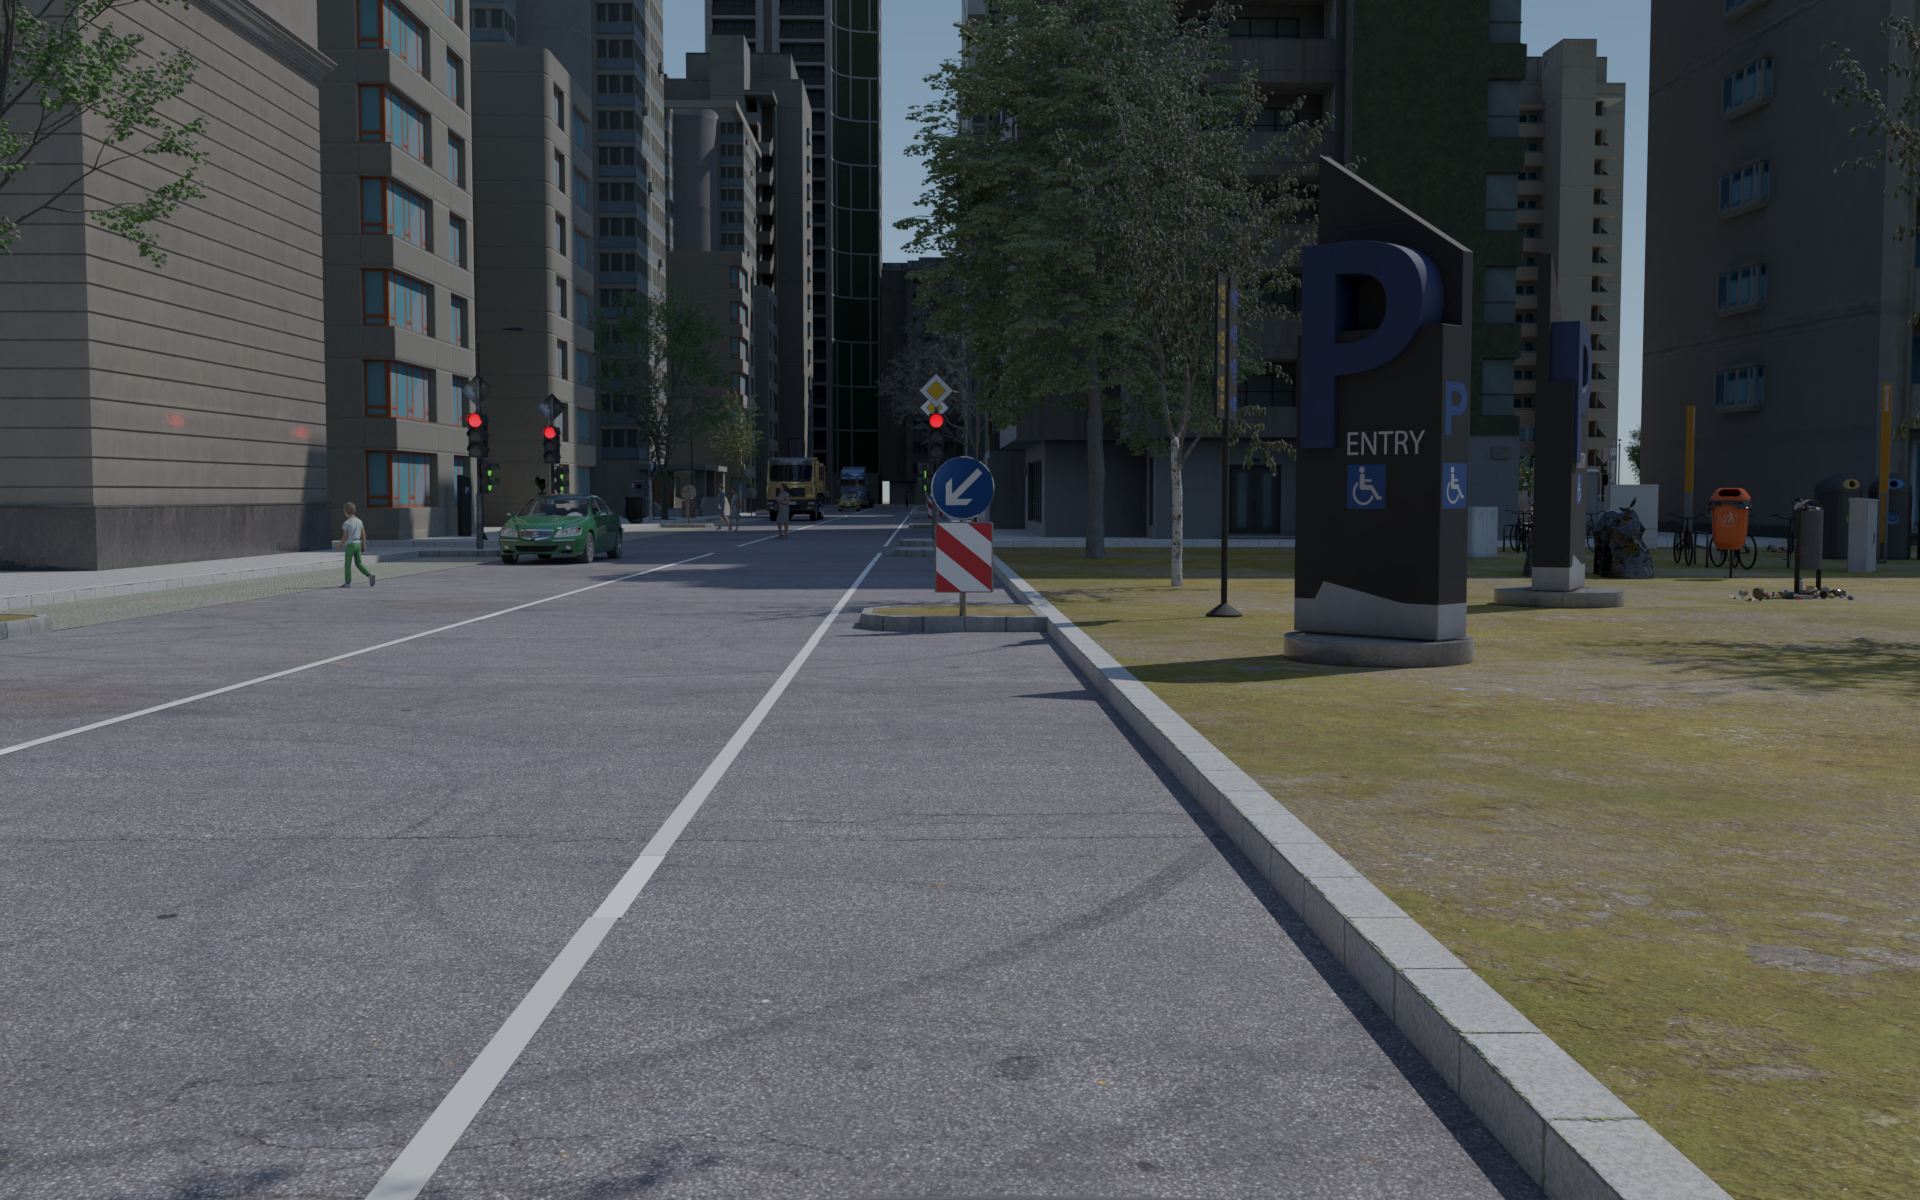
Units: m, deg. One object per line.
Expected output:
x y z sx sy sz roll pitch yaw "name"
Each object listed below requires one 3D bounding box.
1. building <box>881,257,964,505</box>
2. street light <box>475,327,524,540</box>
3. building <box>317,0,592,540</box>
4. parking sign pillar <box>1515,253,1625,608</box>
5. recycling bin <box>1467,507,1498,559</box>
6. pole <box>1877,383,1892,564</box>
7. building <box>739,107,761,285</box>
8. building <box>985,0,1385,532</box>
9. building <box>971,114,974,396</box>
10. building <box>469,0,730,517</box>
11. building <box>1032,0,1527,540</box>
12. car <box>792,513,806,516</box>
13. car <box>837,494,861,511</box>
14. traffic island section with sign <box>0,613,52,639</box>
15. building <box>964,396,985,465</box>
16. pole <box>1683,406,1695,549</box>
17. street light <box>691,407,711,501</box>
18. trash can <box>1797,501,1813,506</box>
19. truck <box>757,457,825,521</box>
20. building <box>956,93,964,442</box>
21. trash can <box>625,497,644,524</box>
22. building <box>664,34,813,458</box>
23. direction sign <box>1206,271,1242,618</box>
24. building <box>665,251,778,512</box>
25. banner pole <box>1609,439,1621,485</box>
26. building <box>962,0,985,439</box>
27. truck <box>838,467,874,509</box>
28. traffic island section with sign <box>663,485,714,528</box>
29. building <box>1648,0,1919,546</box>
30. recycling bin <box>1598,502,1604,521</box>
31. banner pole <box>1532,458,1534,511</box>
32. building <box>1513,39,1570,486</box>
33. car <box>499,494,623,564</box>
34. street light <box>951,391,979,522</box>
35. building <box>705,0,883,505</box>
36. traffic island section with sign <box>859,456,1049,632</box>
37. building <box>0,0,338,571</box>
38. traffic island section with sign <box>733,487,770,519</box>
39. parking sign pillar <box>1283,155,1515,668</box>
-2.747 -27.057 214.077 14.107 30.474 14.160 0 4 -1 "building"
-12.795 -4.624 48.149 1.470 5.913 1.316 0 4 -1 "street light"
-29.676 -13.240 61.514 27.650 21.520 28.899 0 4 -1 "building"
6.957 -1.929 20.015 1.447 3.967 1.447 2 4 27 "parking sign pillar"
10.236 -1.349 34.618 0.722 1.027 0.722 -2 4 -33 "recycling bin"
17.010 -2.326 31.865 0.158 3.312 0.155 0 3 0 "pole"
-32.100 -28.843 163.470 32.217 40.220 23.993 0 4 -1 "building"
7.955 -18.201 69.292 14.160 30.474 14.107 0 4 -1 "building"
7.783 -22.203 134.727 14.160 30.474 14.107 0 4 -1 "building"
-30.867 -25.188 103.700 32.217 40.220 23.993 0 4 -1 "building"
8.416 -17.256 53.833 14.107 30.474 14.160 0 4 -1 "building"
-10.130 -6.081 111.223 2.131 1.459 4.920 0 4 -1 "car"
-9.190 -8.176 143.896 2.015 1.641 3.980 0 4 -1 "car"
-10.433 -0.543 17.503 1.989 1.847 2.006 0 4 -1 "traffic island section with sign"
11.742 -48.554 106.533 22.319 86.520 31.000 0 4 -1 "building"
16.910 -2.833 40.158 0.158 3.312 0.155 0 3 0 "pole"
-13.737 -7.321 92.240 1.470 5.913 1.316 0 4 -1 "street light"
17.888 -1.500 36.183 0.748 1.137 0.748 0 3 0 "trash can"
-8.874 -5.990 93.856 3.469 3.379 9.791 0 4 -1 "truck"
10.765 -34.532 184.210 23.786 49.044 30.456 0 4 -1 "building"
-14.023 -3.865 74.848 0.748 1.137 0.748 0 3 0 "trash can"
-27.228 -34.519 188.083 21.600 48.544 21.300 0 4 -1 "building"
2.770 -1.595 18.069 0.379 3.537 0.876 1 4 22 "direction sign"
-29.595 -17.899 137.689 27.650 21.520 28.899 0 4 -1 "building"
29.558 -5.389 78.128 0.863 3.779 0.401 -2 4 -29 "banner pole"
13.807 -34.599 154.935 28.713 52.752 27.495 0 4 -1 "building"
-10.467 -11.481 177.474 2.967 4.110 18.799 0 3 0 "truck"
-11.577 -3.998 73.989 1.989 1.847 2.006 0 4 -1 "traffic island section with sign"
34.244 -26.367 54.803 21.600 48.544 21.300 0 4 -1 "building"
21.669 -2.787 58.114 0.722 1.027 0.722 0 4 5 "recycling bin"
40.212 -8.024 121.202 0.401 3.779 0.863 3 5 44 "banner pole"
60.282 -34.618 189.704 21.600 48.544 21.300 0 4 -1 "building"
-8.496 -1.552 37.168 2.131 1.459 4.920 0 4 1 "car"
0.186 -6.478 78.456 1.470 5.913 1.316 0 4 -1 "street light"
-20.154 -47.510 215.032 20.611 71.187 20.563 0 4 -1 "building"
-0.089 -0.629 18.907 1.989 1.847 2.006 0 4 -1 "traffic island section with sign"
-26.593 -14.451 33.541 25.104 27.353 12.463 0 4 -1 "building"
-12.124 -5.646 100.939 1.989 1.847 2.006 0 4 -1 "traffic island section with sign"
3.255 -1.523 13.380 1.447 3.967 1.447 -3 5 -44 "parking sign pillar"
